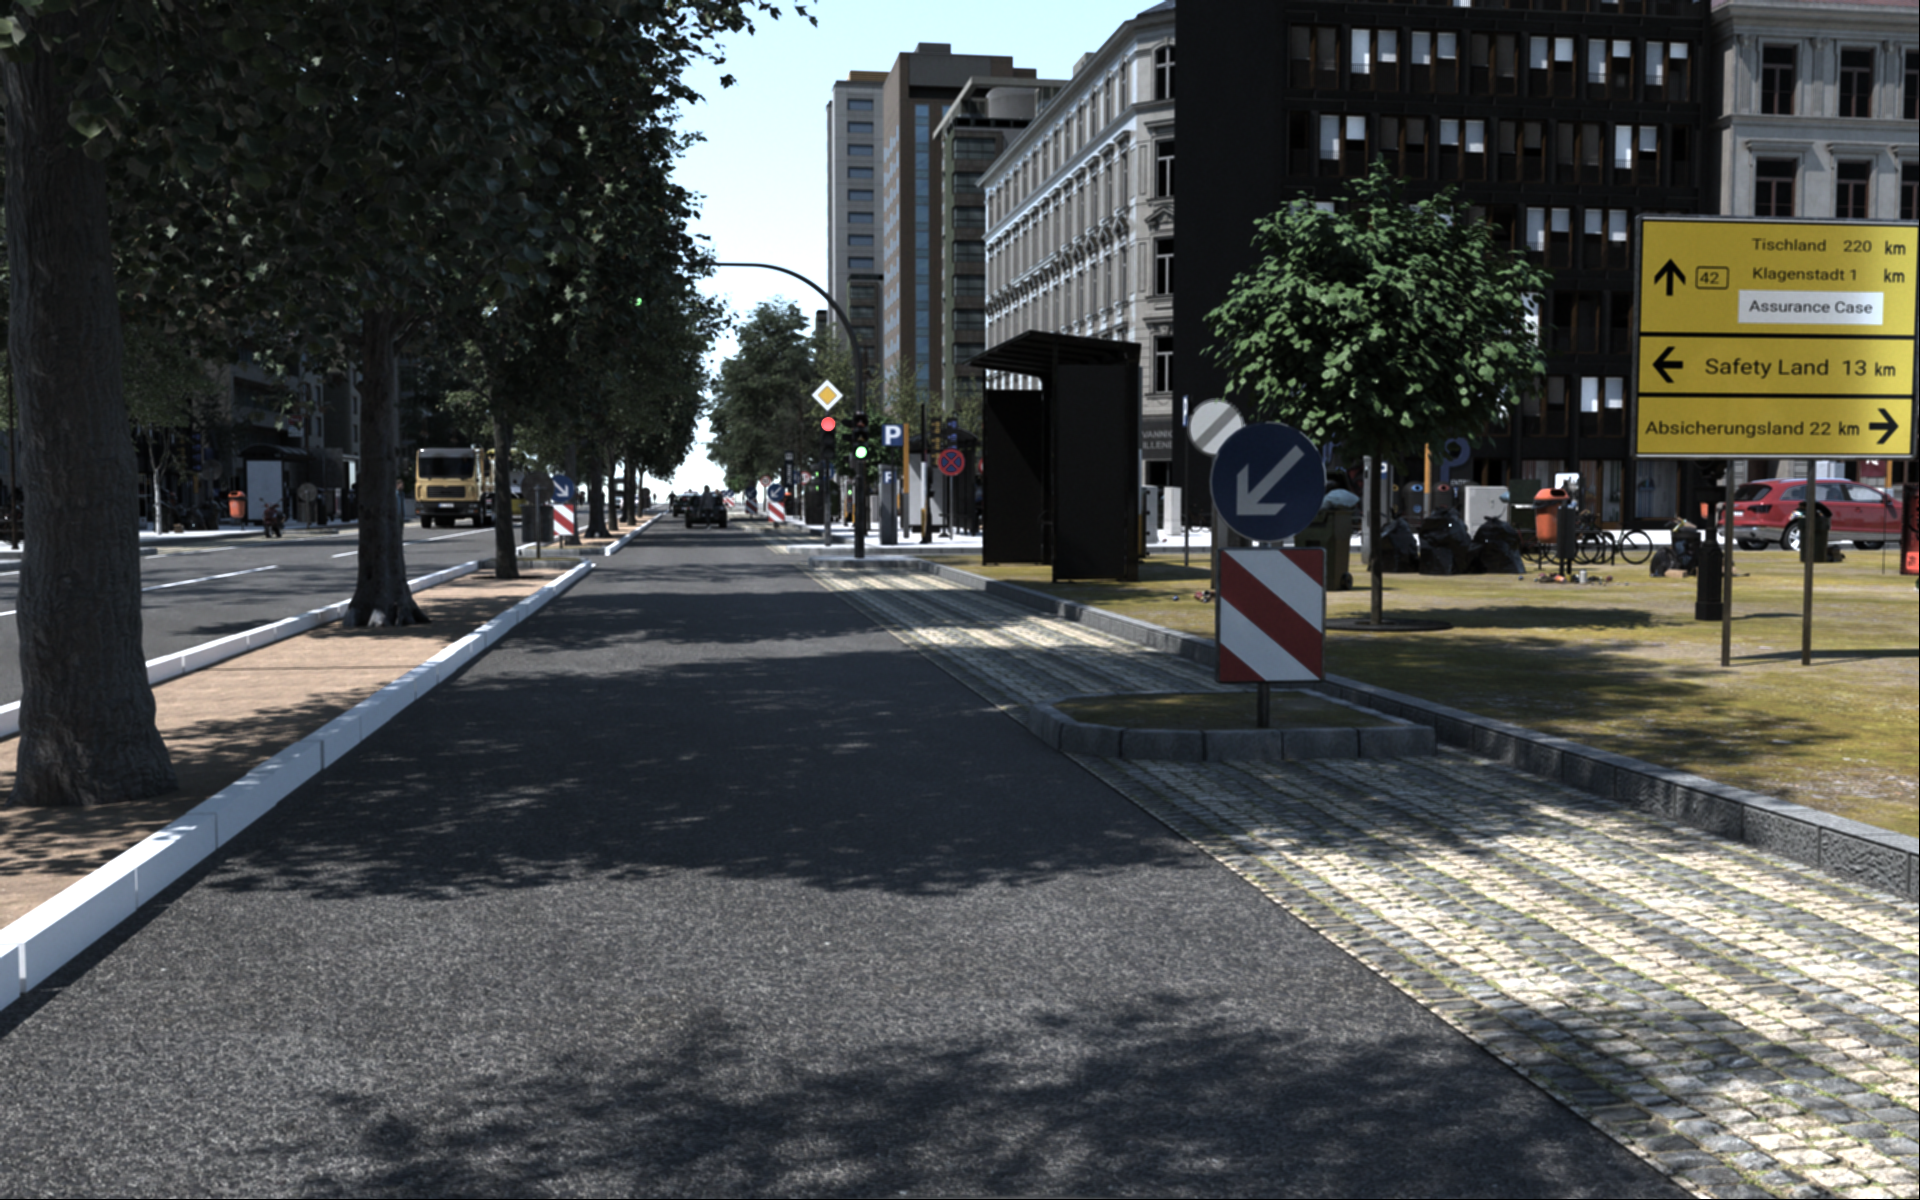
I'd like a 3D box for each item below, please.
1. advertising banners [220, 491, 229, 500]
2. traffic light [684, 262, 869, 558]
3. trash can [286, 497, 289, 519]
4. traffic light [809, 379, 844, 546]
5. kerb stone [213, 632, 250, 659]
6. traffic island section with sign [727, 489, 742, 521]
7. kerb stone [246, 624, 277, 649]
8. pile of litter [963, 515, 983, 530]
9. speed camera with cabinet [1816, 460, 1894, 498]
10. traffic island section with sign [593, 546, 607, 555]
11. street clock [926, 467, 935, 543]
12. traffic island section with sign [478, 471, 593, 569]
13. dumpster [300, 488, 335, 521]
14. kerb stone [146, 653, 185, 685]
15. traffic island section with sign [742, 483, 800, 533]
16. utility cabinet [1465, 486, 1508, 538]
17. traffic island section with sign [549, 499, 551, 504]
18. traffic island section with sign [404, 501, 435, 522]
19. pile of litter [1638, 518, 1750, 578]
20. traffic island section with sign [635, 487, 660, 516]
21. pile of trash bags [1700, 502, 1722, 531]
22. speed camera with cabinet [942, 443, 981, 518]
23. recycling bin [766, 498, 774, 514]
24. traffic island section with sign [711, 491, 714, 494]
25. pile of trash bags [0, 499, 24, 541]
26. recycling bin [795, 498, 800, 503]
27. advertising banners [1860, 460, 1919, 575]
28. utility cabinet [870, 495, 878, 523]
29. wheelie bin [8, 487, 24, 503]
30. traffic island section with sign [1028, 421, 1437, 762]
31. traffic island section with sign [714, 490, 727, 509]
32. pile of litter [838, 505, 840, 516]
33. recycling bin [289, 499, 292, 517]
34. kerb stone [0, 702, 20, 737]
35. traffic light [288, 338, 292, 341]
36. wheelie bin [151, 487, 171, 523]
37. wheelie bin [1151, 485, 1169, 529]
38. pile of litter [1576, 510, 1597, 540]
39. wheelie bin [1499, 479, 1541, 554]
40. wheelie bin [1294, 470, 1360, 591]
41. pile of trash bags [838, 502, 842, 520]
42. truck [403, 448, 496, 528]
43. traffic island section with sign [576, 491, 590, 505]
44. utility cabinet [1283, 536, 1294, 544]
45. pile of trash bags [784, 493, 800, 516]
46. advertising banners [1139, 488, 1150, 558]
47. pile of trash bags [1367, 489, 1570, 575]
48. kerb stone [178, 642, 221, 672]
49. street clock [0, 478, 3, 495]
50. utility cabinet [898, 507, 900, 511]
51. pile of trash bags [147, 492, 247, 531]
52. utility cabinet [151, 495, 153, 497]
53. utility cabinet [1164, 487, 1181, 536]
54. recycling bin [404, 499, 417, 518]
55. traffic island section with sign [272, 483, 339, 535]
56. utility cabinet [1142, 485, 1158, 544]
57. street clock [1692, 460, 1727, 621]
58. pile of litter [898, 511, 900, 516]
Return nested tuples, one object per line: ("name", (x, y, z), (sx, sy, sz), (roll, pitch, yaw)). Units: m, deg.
("advertising banners", (-40.228, -6.006, 94.385), (0.090, 3.025, 2.074), (3, 5, 41))
("traffic light", (-4.093, -3.634, 34.080), (4.771, 5.953, 1.251), (-1, 4, -9))
("trash can", (-32.678, -4.384, 83.333), (0.748, 1.137, 0.748), (0, 3, 0))
("traffic light", (-3.264, -3.273, 42.431), (0.839, 4.253, 0.868), (-1, 4, -9))
("kerb stone", (-6.479, 0.424, 15.285), (0.120, 0.150, 1.000), (-1, 4, -9))
("traffic island section with sign", (-11.193, -5.085, 91.769), (1.989, 1.847, 2.006), (-1, 4, -9))
("kerb stone", (-6.633, 0.363, 16.303), (0.120, 0.150, 1.000), (-1, 4, -9))
("pile of litter", (0.807, -2.949, 62.173), (1.176, 0.858, 1.719), (-2, 4, -24))
("speed camera with cabinet", (24.612, -3.269, 47.779), (0.660, 3.252, 2.038), (-2, 4, -34))
("traffic island section with sign", (-9.453, -2.025, 41.245), (2.006, 1.907, 1.989), (-1, 4, -9))
("street clock", (-0.832, -2.512, 45.646), (0.358, 2.002, 0.471), (0, 4, -1))
("traffic island section with sign", (-8.327, -1.577, 33.924), (2.006, 1.907, 1.989), (-1, 4, -9))
("dumpster", (-29.863, -4.570, 80.476), (1.264, 1.857, 1.865), (-1, 4, -9))
("kerb stone", (-6.160, 0.547, 13.252), (0.120, 0.150, 1.000), (-1, 4, -9))
("traffic island section with sign", (-7.046, -3.446, 64.969), (1.989, 1.847, 2.006), (-1, 4, -9))
("utility cabinet", (15.163, -2.520, 49.889), (1.173, 1.500, 0.318), (-1, 4, -8))
("traffic island section with sign", (-39.354, -9.595, 165.502), (1.989, 1.847, 2.006), (-1, 4, -9))
("traffic island section with sign", (-27.357, -4.865, 88.176), (1.989, 1.847, 2.006), (-1, 4, -9))
("pile of litter", (11.537, -0.798, 27.010), (1.719, 0.858, 1.176), (0, 4, -3))
("traffic island section with sign", (-20.983, -6.566, 115.497), (2.006, 1.907, 1.989), (-1, 4, -9))
("pile of trash bags", (26.490, -3.003, 58.844), (3.447, 1.369, 1.912), (-2, 4, -24))
("speed camera with cabinet", (-0.164, -4.507, 68.029), (2.038, 3.252, 0.660), (-2, 4, -27))
("recycling bin", (-12.308, -6.215, 114.168), (0.722, 1.027, 0.722), (-3, 5, -44))
("traffic island section with sign", (-23.022, -9.749, 168.017), (1.989, 1.847, 2.006), (-1, 4, -9))
("pile of trash bags", (-25.999, -2.391, 48.844), (1.912, 1.369, 3.447), (2, 4, 32))
("recycling bin", (-10.672, -6.220, 114.259), (0.722, 1.027, 0.722), (-2, 4, -29))
("advertising banners", (15.119, -1.897, 27.209), (2.074, 3.025, 0.090), (3, 5, 43))
("utility cabinet", (-3.964, -4.100, 78.199), (0.306, 1.237, 1.020), (-1, 4, -18))
("wheelie bin", (-40.337, -4.053, 74.178), (0.693, 1.594, 0.980), (-1, 4, -19))
("traffic island section with sign", (1.462, -0.096, 10.196), (1.989, 1.847, 2.006), (-1, 4, -9))
("traffic island section with sign", (-18.747, -8.059, 140.385), (1.989, 1.847, 2.006), (-1, 4, -9))
("pile of litter", (-5.844, -4.685, 90.566), (1.176, 0.858, 1.719), (1, 4, 15))
("recycling bin", (-37.788, -5.189, 97.390), (0.722, 1.027, 0.722), (2, 4, 24))
("kerb stone", (-5.688, 0.733, 10.218), (0.120, 0.150, 1.000), (-1, 4, -9))
("traffic light", (-17.772, -4.009, 40.208), (4.771, 5.953, 1.251), (-1, 4, -9))
("wheelie bin", (-33.923, -4.016, 73.577), (0.693, 1.594, 0.980), (-1, 4, -14))
("wheelie bin", (7.281, -3.366, 62.934), (0.980, 1.594, 0.693), (0, 4, 6))
("pile of litter", (17.251, -2.121, 48.646), (1.719, 0.858, 1.176), (-3, 4, -38))
("wheelie bin", (12.028, -1.780, 37.014), (0.980, 1.594, 0.693), (1, 4, 15))
("wheelie bin", (4.838, -0.924, 23.015), (0.980, 1.594, 0.693), (3, 4, 37))
("pile of trash bags", (-4.994, -4.653, 85.834), (1.912, 1.369, 3.447), (-1, 4, -11))
("truck", (-21.819, -4.849, 75.201), (3.469, 3.379, 9.791), (-1, 4, -10))
("traffic island section with sign", (-47.794, -12.921, 219.888), (1.989, 1.847, 2.006), (-1, 4, -9))
("utility cabinet", (8.240, -2.164, 44.068), (1.173, 1.500, 0.318), (-3, 5, -44))
("pile of trash bags", (-9.583, -5.682, 102.654), (1.912, 1.369, 3.447), (-2, 4, -32))
("advertising banners", (3.058, -2.315, 34.039), (0.090, 3.025, 2.074), (3, 5, 45))
("pile of trash bags", (8.563, -1.147, 28.504), (3.447, 1.369, 1.912), (-1, 4, -21))
("kerb stone", (-6.309, 0.485, 14.271), (0.120, 0.150, 1.000), (-1, 4, -9))
("street clock", (-39.316, -4.044, 70.688), (0.471, 2.002, 0.358), (-2, 4, -26))
("utility cabinet", (-4.387, -6.217, 110.326), (1.173, 1.500, 0.318), (1, 4, 13))
("pile of trash bags", (-26.522, -3.116, 60.699), (3.447, 1.369, 1.912), (1, 4, 14))
("utility cabinet", (-39.376, -4.489, 84.555), (0.306, 1.237, 1.020), (-3, 4, -39))
("utility cabinet", (6.542, -2.726, 53.246), (0.318, 1.500, 1.173), (0, 4, -5))
("recycling bin", (-30.329, -5.051, 95.130), (0.722, 1.027, 0.722), (-3, 4, -38))
("traffic island section with sign", (-23.222, -3.236, 61.539), (1.989, 1.847, 2.006), (-1, 4, -9))
("utility cabinet", (4.475, -2.158, 43.970), (1.173, 1.500, 0.318), (-2, 4, -32))
("street clock", (7.603, -0.792, 17.525), (0.358, 2.002, 0.471), (-1, 4, -11))
("pile of litter", (-3.304, -5.418, 102.552), (1.719, 0.858, 1.176), (2, 4, 27))
